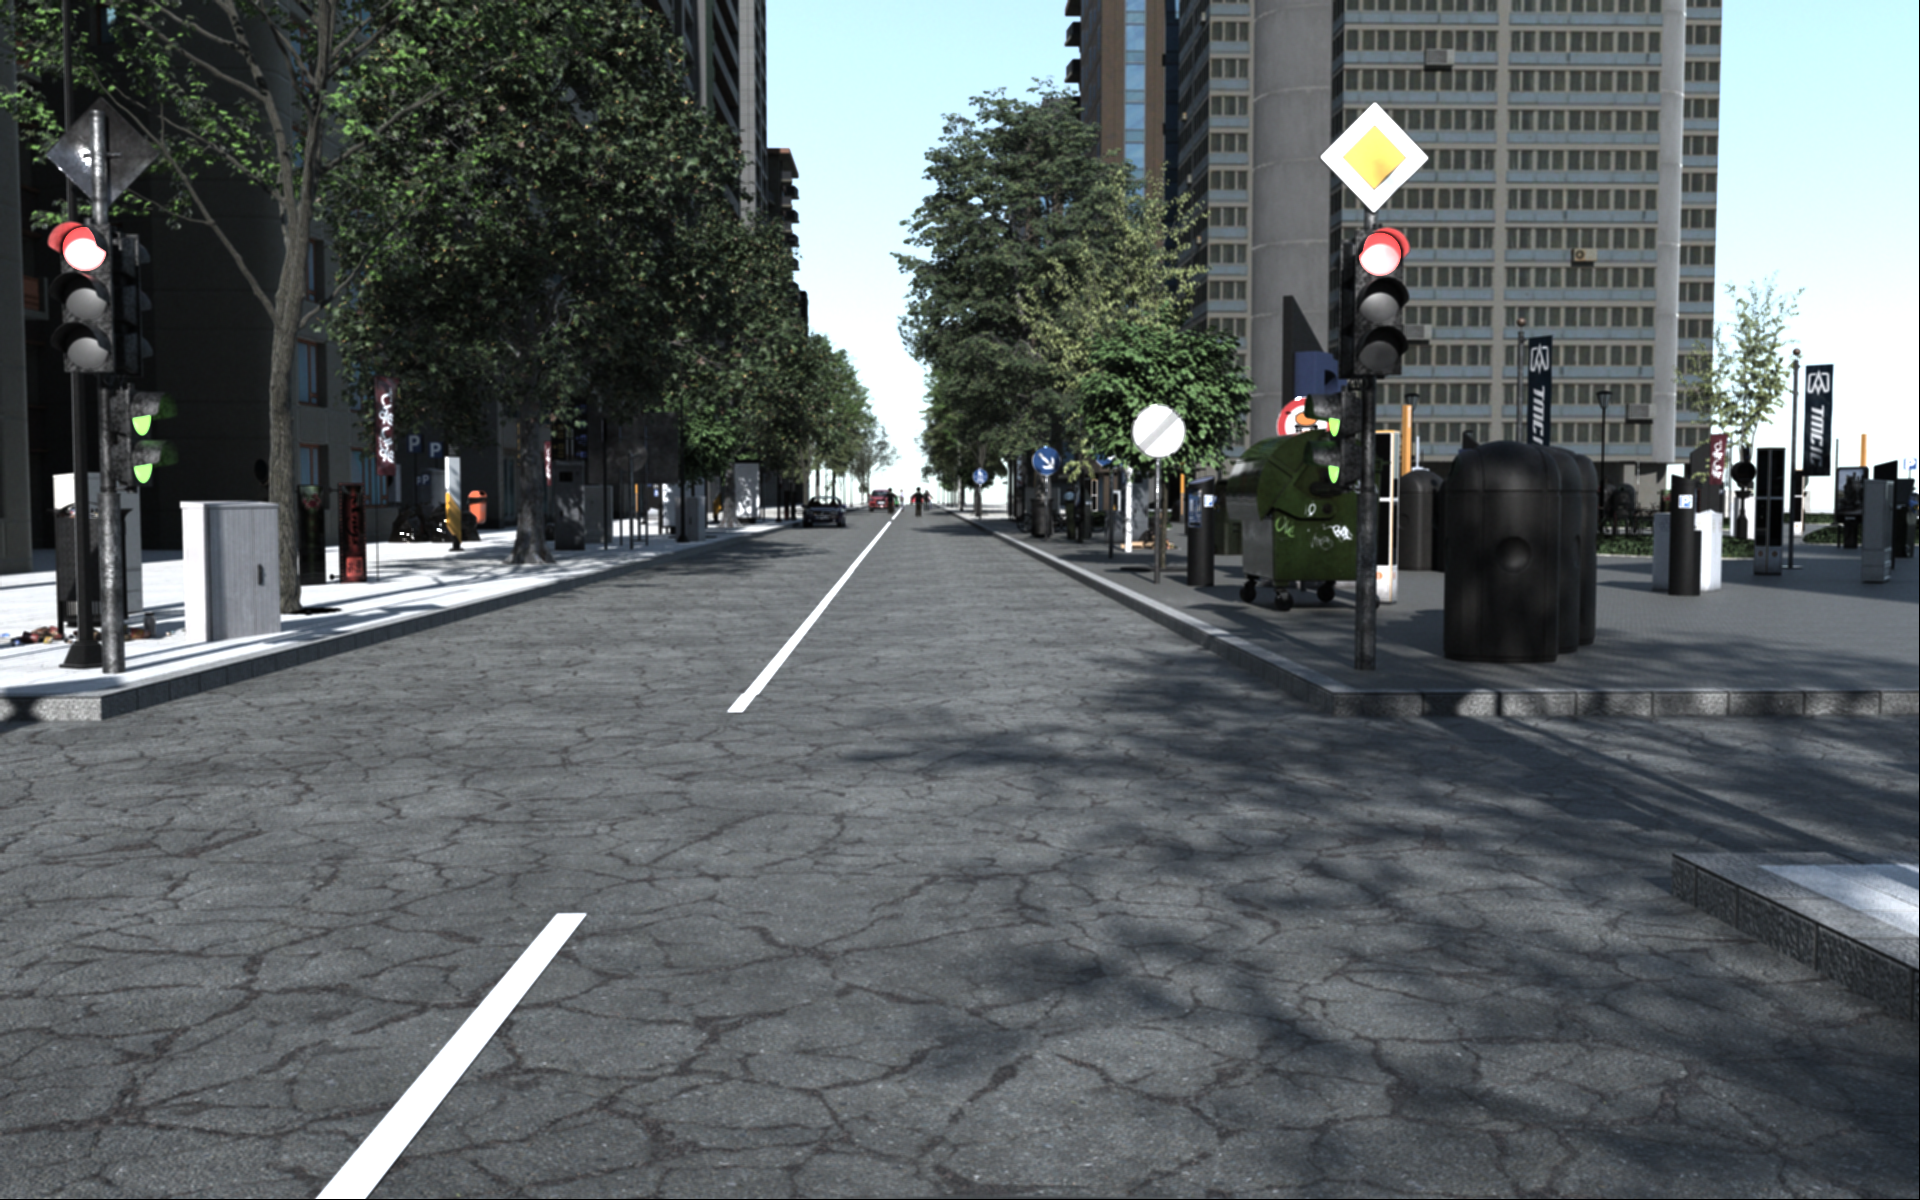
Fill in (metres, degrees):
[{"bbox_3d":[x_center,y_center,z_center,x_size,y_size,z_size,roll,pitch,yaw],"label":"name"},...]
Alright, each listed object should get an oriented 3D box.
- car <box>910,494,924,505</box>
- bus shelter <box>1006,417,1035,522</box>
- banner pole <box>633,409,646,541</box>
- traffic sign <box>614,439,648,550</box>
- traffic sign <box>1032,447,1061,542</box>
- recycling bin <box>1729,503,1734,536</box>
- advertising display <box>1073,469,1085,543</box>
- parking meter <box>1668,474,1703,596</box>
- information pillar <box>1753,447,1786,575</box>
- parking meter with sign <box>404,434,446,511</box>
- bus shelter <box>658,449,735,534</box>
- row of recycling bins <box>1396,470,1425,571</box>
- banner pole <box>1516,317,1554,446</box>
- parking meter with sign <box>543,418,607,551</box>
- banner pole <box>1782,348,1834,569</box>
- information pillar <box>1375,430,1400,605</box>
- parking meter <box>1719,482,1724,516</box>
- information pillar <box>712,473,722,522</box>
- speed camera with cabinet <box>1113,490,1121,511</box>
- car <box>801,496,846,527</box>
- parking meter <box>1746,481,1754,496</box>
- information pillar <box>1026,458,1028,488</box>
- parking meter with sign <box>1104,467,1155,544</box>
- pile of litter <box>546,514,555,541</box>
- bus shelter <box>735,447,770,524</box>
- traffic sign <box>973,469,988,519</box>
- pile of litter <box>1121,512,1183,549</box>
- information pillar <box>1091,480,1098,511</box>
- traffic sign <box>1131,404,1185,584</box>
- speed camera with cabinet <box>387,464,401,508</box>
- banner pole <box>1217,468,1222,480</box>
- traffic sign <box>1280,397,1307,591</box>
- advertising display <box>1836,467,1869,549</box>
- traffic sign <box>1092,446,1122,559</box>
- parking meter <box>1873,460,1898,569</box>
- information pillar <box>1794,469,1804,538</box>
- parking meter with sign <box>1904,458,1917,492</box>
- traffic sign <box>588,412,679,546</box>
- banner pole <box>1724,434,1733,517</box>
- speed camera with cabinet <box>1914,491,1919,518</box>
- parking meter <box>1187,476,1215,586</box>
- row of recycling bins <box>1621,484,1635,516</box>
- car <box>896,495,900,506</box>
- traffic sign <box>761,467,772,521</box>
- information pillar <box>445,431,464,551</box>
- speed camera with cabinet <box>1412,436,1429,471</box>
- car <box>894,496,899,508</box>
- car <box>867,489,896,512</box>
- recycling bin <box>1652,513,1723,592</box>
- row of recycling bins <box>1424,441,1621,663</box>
[{"bbox_3d":[-5.759,-13.668,232.507,2.155,1.783,4.494,0,4,-1],"label":"car"},{"bbox_3d":[3.199,-6.424,82.671,2.179,5.291,8.768,0,4,-1],"label":"bus shelter"},{"bbox_3d":[-8.764,-3.505,47.331,0.401,3.779,0.863,0,4,-6],"label":"banner pole"},{"bbox_3d":[-7.595,-2.439,39.981,0.768,2.556,0.104,0,4,0],"label":"traffic sign"},{"bbox_3d":[2.330,-2.853,46.747,0.768,2.556,0.104,0,4,0],"label":"traffic sign"},{"bbox_3d":[23.082,-2.342,50.842,0.722,1.027,0.722,3,5,43],"label":"recycling bin"},{"bbox_3d":[3.129,-2.466,45.527,0.123,1.923,0.974,0,4,-6],"label":"advertising display"},{"bbox_3d":[9.202,-0.829,21.962,0.372,1.533,0.369,0,3,0],"label":"parking meter"},{"bbox_3d":[12.817,-1.403,27.426,0.304,2.012,0.304,-1,4,-16],"label":"information pillar"},{"bbox_3d":[-15.515,-3.354,51.102,0.543,3.016,1.738,1,4,21],"label":"parking meter with sign"},{"bbox_3d":[-8.875,-3.885,57.451,2.014,3.302,5.546,0,4,-1],"label":"bus shelter"},{"bbox_3d":[8.108,-1.333,28.912,1.069,1.692,3.534,-3,5,-42],"label":"row of recycling bins"},{"bbox_3d":[8.040,-2.104,24.424,0.401,3.779,0.863,-1,4,-23],"label":"banner pole"},{"bbox_3d":[-8.946,-2.648,39.554,1.738,3.016,0.543,-1,4,-15],"label":"parking meter with sign"},{"bbox_3d":[14.494,-2.423,29.631,0.401,3.779,0.863,-3,5,-39],"label":"banner pole"},{"bbox_3d":[4.917,-0.958,20.149,0.304,2.012,0.304,2,4,28],"label":"information pillar"},{"bbox_3d":[36.106,-4.690,82.397,0.399,1.863,0.255,-1,4,-11],"label":"parking meter"},{"bbox_3d":[-11.098,-5.364,79.053,0.504,3.616,0.183,3,4,39],"label":"information pillar"},{"bbox_3d":[7.270,-4.980,75.756,0.660,3.252,2.038,-2,4,-24],"label":"speed camera with cabinet"},{"bbox_3d":[-5.925,-3.861,75.707,1.945,1.354,3.894,0,4,-1],"label":"car"},{"bbox_3d":[32.435,-4.005,71.187,0.255,1.863,0.399,1,4,9],"label":"parking meter"},{"bbox_3d":[2.937,-5.096,74.680,0.183,3.616,0.504,-1,4,-9],"label":"information pillar"},{"bbox_3d":[4.523,-2.988,45.107,1.738,3.016,0.543,-3,5,-40],"label":"parking meter with sign"},{"bbox_3d":[-11.603,-2.087,48.082,1.719,0.858,1.176,1,4,23],"label":"pile of litter"},{"bbox_3d":[-9.457,-5.100,77.302,2.014,3.302,5.546,0,4,-2],"label":"bus shelter"},{"bbox_3d":[1.027,-5.354,87.651,0.768,2.556,0.104,0,4,0],"label":"traffic sign"},{"bbox_3d":[4.494,-1.637,40.726,1.176,0.858,1.719,-2,4,-24],"label":"pile of litter"},{"bbox_3d":[6.859,-5.115,88.121,0.304,2.012,0.304,1,4,16],"label":"information pillar"},{"bbox_3d":[2.825,-1.507,24.751,0.768,2.556,0.104,0,4,1],"label":"traffic sign"},{"bbox_3d":[-17.347,-3.423,50.296,2.038,3.252,0.660,0,4,-2],"label":"speed camera with cabinet"},{"bbox_3d":[11.285,-5.219,75.349,0.401,3.779,0.863,0,4,-5],"label":"banner pole"},{"bbox_3d":[4.540,-1.389,22.812,0.768,2.556,0.104,0,4,2],"label":"traffic sign"},{"bbox_3d":[21.078,-2.185,40.939,0.123,1.923,0.974,-1,4,-9],"label":"advertising display"},{"bbox_3d":[3.007,-2.098,34.409,0.768,2.556,0.104,0,4,6],"label":"traffic sign"},{"bbox_3d":[15.819,-1.467,29.689,0.399,1.863,0.255,2,4,26],"label":"parking meter"},{"bbox_3d":[24.776,-2.860,51.261,0.304,2.012,0.304,1,4,21],"label":"information pillar"},{"bbox_3d":[45.829,-5.349,83.710,0.543,3.016,1.738,2,4,32],"label":"parking meter with sign"},{"bbox_3d":[-8.098,-3.000,42.930,2.265,3.308,0.079,0,4,4],"label":"traffic sign"},{"bbox_3d":[31.670,-4.976,71.378,0.401,3.779,0.863,3,5,42],"label":"banner pole"},{"bbox_3d":[49.347,-5.712,87.733,2.038,3.252,0.660,1,4,21],"label":"speed camera with cabinet"},{"bbox_3d":[3.371,-0.967,24.226,0.372,1.533,0.369,0,3,0],"label":"parking meter"},{"bbox_3d":[25.296,-3.782,68.947,1.069,1.692,3.534,-2,4,-33],"label":"row of recycling bins"},{"bbox_3d":[-8.357,-12.266,212.917,2.083,1.381,4.827,0,4,-2],"label":"car"},{"bbox_3d":[-9.186,-4.949,81.028,0.768,2.556,0.104,0,4,0],"label":"traffic sign"},{"bbox_3d":[-11.325,-2.895,38.695,0.183,3.616,0.504,1,4,16],"label":"information pillar"},{"bbox_3d":[16.349,-3.967,59.192,2.038,3.252,0.660,2,4,24],"label":"speed camera with cabinet"},{"bbox_3d":[-7.462,-10.733,184.284,1.959,1.807,4.718,0,4,-3],"label":"car"},{"bbox_3d":[-6.319,-8.032,139.995,2.281,1.827,5.304,0,4,-1],"label":"car"},{"bbox_3d":[9.680,-0.642,23.047,0.722,1.027,0.722,3,4,36],"label":"recycling bin"},{"bbox_3d":[4.835,-0.463,14.676,1.069,1.692,3.534,2,4,25],"label":"row of recycling bins"}]
